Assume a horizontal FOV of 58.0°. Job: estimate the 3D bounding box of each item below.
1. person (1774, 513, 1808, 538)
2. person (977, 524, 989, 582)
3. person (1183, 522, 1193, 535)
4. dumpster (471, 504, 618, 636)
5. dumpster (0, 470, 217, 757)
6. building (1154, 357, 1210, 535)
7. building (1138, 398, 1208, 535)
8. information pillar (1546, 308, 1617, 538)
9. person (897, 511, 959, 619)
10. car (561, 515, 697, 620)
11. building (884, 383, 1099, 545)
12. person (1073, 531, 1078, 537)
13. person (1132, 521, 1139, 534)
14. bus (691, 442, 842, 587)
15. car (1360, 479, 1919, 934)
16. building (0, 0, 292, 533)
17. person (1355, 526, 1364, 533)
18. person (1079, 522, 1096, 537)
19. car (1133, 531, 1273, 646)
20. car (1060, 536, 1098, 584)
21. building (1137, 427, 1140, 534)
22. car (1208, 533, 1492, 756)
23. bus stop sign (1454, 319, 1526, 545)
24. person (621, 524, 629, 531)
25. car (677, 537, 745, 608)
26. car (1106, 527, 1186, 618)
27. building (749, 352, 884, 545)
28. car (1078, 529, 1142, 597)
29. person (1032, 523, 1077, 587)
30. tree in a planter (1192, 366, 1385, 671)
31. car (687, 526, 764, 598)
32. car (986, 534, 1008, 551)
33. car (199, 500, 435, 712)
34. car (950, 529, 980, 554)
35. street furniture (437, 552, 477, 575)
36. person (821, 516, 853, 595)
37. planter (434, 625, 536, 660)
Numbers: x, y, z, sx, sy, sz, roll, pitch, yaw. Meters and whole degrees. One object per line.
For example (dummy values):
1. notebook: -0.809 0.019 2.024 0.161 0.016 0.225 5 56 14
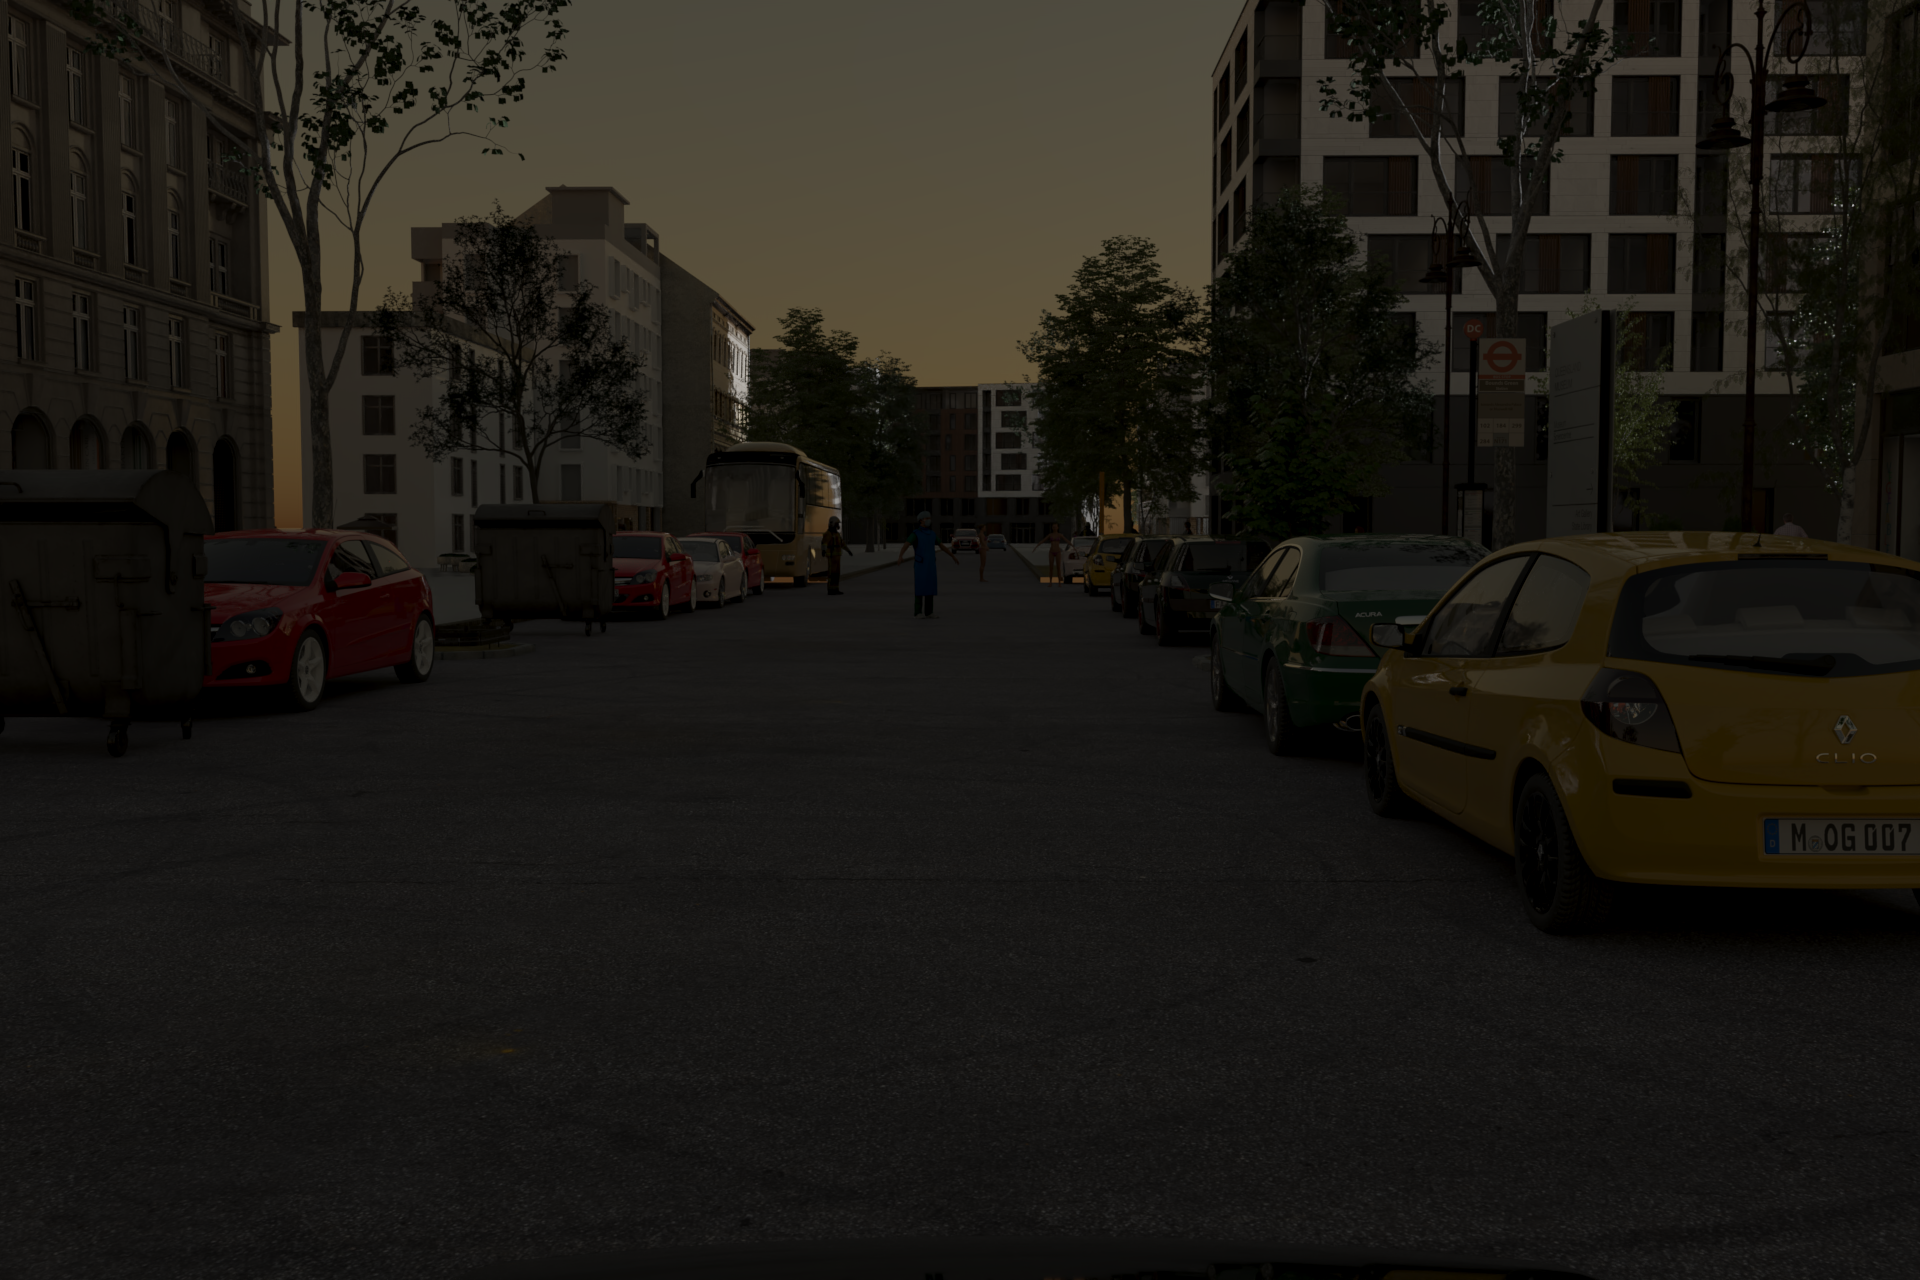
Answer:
1. person: 17.114 -1.758 35.733 0.756 1.711 0.436 2 4 31
2. person: 0.762 -2.624 52.166 0.721 1.733 1.217 0 4 -4
3. person: 10.189 -4.387 77.867 0.704 1.843 1.345 -1 4 -23
4. dumpster: -5.902 -1.007 24.680 1.865 1.857 1.264 0 4 1
5. dumpster: -6.115 -0.205 11.575 1.865 1.857 1.264 0 4 1
6. building: 25.622 -19.891 181.638 16.016 20.090 11.380 0 4 1
7. building: 30.882 -22.649 201.234 19.493 23.208 18.063 0 4 1
8. information pillar: 6.756 -1.688 18.915 0.184 3.620 1.656 0 4 1
9. person: -0.579 -1.272 29.373 1.347 1.817 0.704 -3 5 -42
10. car: -5.754 -1.290 30.130 2.155 1.783 4.494 0 4 1
11. building: 2.864 -24.538 247.621 32.646 21.610 27.936 1 4 11
12. person: 5.960 -4.821 88.083 0.599 1.433 0.991 -1 4 -17
13. person: 7.413 -4.208 74.728 1.347 1.837 0.705 2 4 31
14. bus: -5.223 -3.566 49.847 2.896 3.916 12.252 0 4 1
15. car: 2.934 0.160 7.615 2.015 1.641 3.980 0 4 1
16. building: -28.014 -12.417 43.678 13.314 22.015 24.055 0 4 1
17. person: 7.845 -1.536 34.326 0.599 1.438 0.989 -1 4 -13
18. person: 5.948 -4.557 80.281 1.354 1.856 0.705 3 5 42
19. car: 3.397 -0.838 23.486 2.009 1.686 4.222 0 4 1
20. car: 3.914 -2.384 51.342 2.083 1.381 4.827 0 4 0
21. building: 28.158 -22.508 224.423 16.016 20.090 11.380 0 4 1
22. car: 2.946 -0.049 12.598 2.131 1.459 4.920 0 4 1
23. bus stop sign: 6.591 -2.012 21.591 0.855 3.939 0.416 0 4 1
24. person: -17.354 -5.099 89.499 1.348 1.813 0.705 1 4 15
25. car: -5.469 -1.378 34.885 2.083 1.381 4.827 0 4 1
26. car: 3.638 -1.287 30.825 2.009 1.686 4.222 0 4 1
27. building: -24.147 -22.424 210.600 27.936 21.610 32.646 0 4 1
28. car: 3.833 -1.890 41.124 2.015 1.641 3.980 0 4 1
29. person: 2.564 -2.300 46.863 1.217 1.733 0.721 1 4 10
30. tree in a planter: 3.539 -1.303 18.520 1.991 3.239 1.994 0 4 1
31. car: -5.586 -1.866 39.553 2.155 1.783 4.494 0 4 1
32. car: 3.049 -8.215 146.314 2.014 1.417 4.499 0 4 1
33. car: -6.089 -0.382 15.291 2.155 1.783 4.494 0 4 1
34. car: 0.427 -7.196 126.319 2.281 1.827 5.304 0 4 1
35. street furniture: -13.712 -2.533 57.044 5.734 0.657 10.072 -2 4 -31
36. person: -2.946 -1.992 40.793 0.705 1.858 1.354 2 4 26
37. planter: -6.188 0.028 20.687 1.991 0.319 1.994 0 4 1
